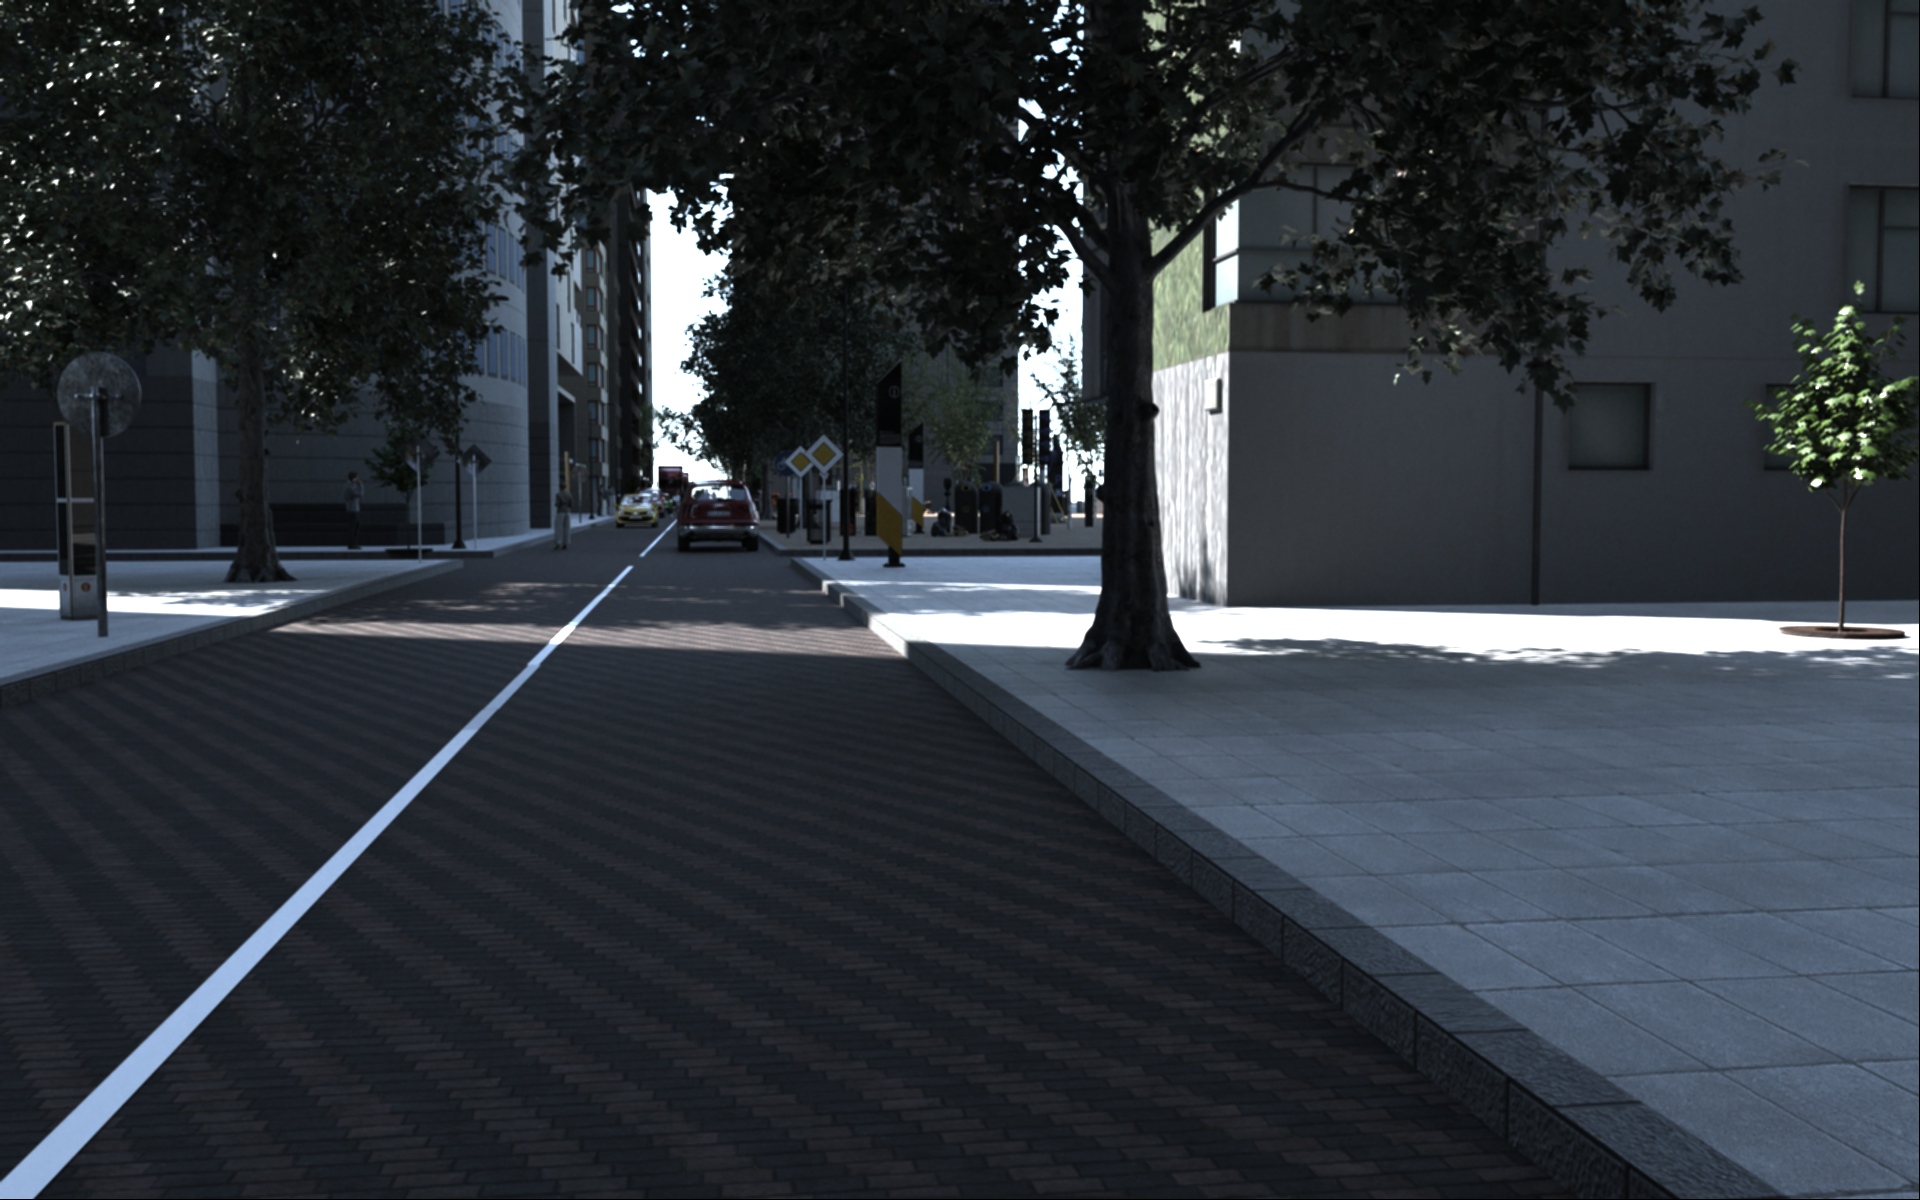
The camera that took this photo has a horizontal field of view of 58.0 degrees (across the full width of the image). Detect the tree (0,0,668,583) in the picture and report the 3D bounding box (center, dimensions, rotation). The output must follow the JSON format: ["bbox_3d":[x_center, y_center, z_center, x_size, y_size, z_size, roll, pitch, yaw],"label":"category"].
[{"bbox_3d":[-10.361,-6.604,24.984,9.611,12.733,9.660,0,3,0],"label":"tree"}]

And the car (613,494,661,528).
[{"bbox_3d":[-13.927,-3.948,74.773,2.015,1.641,3.980,0,4,-8],"label":"car"}]

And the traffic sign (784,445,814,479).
[{"bbox_3d":[-3.778,-2.394,41.338,0.795,2.593,0.064,-1,4,-8],"label":"traffic sign"}]

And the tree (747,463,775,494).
[{"bbox_3d":[-11.713,-6.417,99.527,1.663,3.219,1.824,0,3,0],"label":"tree"}]

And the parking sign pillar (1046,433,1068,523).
[{"bbox_3d":[4.191,-5.377,76.386,1.447,3.967,1.447,-1,4,-11],"label":"parking sign pillar"}]

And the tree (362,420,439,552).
[{"bbox_3d":[-12.507,-2.700,38.754,1.663,3.219,1.824,0,3,0],"label":"tree"}]

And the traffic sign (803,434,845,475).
[{"bbox_3d":[-2.603,-1.911,33.439,0.795,2.593,0.064,-1,4,-8],"label":"traffic sign"}]

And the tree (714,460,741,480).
[{"bbox_3d":[-26.966,-15.522,204.149,4.360,8.622,3.978,0,3,0],"label":"tree"}]

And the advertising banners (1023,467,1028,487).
[{"bbox_3d":[4.988,-7.189,113.733,2.074,3.025,0.090,2,4,25],"label":"advertising banners"}]

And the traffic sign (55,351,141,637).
[{"bbox_3d":[-7.705,-0.941,15.495,0.768,2.556,0.104,0,4,1],"label":"traffic sign"}]

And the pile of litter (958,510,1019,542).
[{"bbox_3d":[1.006,-2.061,47.656,1.176,0.858,1.719,3,4,37],"label":"pile of litter"}]

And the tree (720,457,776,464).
[{"bbox_3d":[-12.793,-10.678,108.990,8.767,10.594,7.601,0,4,2],"label":"tree"}]

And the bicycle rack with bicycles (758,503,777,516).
[{"bbox_3d":[-11.337,-5.517,103.586,2.852,0.926,2.925,2,4,35],"label":"bicycle rack with bicycles"}]

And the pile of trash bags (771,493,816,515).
[{"bbox_3d":[-10.704,-6.375,113.982,1.912,1.369,3.447,1,4,16],"label":"pile of trash bags"}]

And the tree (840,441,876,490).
[{"bbox_3d":[-5.898,-9.965,113.282,4.360,8.622,3.978,0,3,0],"label":"tree"}]

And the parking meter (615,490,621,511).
[{"bbox_3d":[-22.336,-6.413,113.265,0.372,1.533,0.369,0,3,0],"label":"parking meter"}]

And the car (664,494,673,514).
[{"bbox_3d":[-22.133,-7.274,127.717,1.959,1.807,4.718,0,4,-8],"label":"car"}]

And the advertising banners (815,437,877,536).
[{"bbox_3d":[-3.421,-3.489,53.230,2.074,3.025,0.090,0,4,-7],"label":"advertising banners"}]

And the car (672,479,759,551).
[{"bbox_3d":[-6.328,-2.223,45.022,2.281,1.827,5.304,-1,4,-9],"label":"car"}]

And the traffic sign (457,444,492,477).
[{"bbox_3d":[-11.292,-2.327,40.245,0.795,2.593,0.064,-1,4,-8],"label":"traffic sign"}]

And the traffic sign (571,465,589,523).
[{"bbox_3d":[-16.807,-4.678,76.596,0.768,2.556,0.104,0,4,-3],"label":"traffic sign"}]

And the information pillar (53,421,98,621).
[{"bbox_3d":[-9.006,-0.807,17.679,0.304,2.012,0.304,3,5,41],"label":"information pillar"}]

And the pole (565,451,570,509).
[{"bbox_3d":[-18.797,-5.449,82.939,0.158,3.312,0.155,0,3,0],"label":"pole"}]

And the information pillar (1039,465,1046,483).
[{"bbox_3d":[2.821,-4.154,59.270,0.183,3.616,0.504,-1,4,-16],"label":"information pillar"}]

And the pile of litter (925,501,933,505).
[{"bbox_3d":[-2.162,-5.865,109.859,1.176,0.858,1.719,-3,4,-36],"label":"pile of litter"}]

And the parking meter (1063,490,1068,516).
[{"bbox_3d":[6.084,-5.598,99.941,0.372,1.533,0.369,0,3,0],"label":"parking meter"}]

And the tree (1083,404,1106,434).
[{"bbox_3d":[8.718,-8.391,71.609,7.601,10.594,8.767,0,4,-7],"label":"tree"}]

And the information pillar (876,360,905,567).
[{"bbox_3d":[-1.232,-2.386,30.361,0.504,3.616,0.183,-2,4,-30],"label":"information pillar"}]

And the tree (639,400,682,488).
[{"bbox_3d":[-34.128,-16.116,189.251,9.928,11.665,9.643,0,3,0],"label":"tree"}]

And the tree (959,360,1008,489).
[{"bbox_3d":[0.422,-8.084,82.538,4.737,8.622,4.395,0,3,0],"label":"tree"}]

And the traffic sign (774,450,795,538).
[{"bbox_3d":[-5.015,-3.078,50.430,0.768,2.556,0.104,0,4,0],"label":"traffic sign"}]

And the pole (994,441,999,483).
[{"bbox_3d":[1.405,-4.466,66.856,0.158,3.312,0.155,0,3,0],"label":"pole"}]

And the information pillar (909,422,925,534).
[{"bbox_3d":[-1.414,-3.970,56.270,0.504,3.616,0.183,-1,4,-11],"label":"information pillar"}]

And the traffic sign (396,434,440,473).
[{"bbox_3d":[-10.117,-1.844,32.346,0.795,2.593,0.064,-1,4,-8],"label":"traffic sign"}]

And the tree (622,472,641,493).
[{"bbox_3d":[-28.333,-9.506,150.026,1.663,3.219,1.824,0,3,0],"label":"tree"}]

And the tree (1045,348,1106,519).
[{"bbox_3d":[6.936,-8.365,87.129,4.737,8.622,4.395,0,3,0],"label":"tree"}]

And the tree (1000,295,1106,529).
[{"bbox_3d":[4.253,-6.913,63.390,4.360,8.622,3.978,0,3,0],"label":"tree"}]

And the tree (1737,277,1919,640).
[{"bbox_3d":[7.992,-1.280,15.528,1.663,3.219,1.824,0,3,0],"label":"tree"}]

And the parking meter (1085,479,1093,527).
[{"bbox_3d":[5.079,-3.817,68.114,0.255,1.863,0.399,-1,4,-9],"label":"parking meter"}]

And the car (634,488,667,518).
[{"bbox_3d":[-19.129,-5.962,106.150,2.281,1.827,5.304,-1,4,-9],"label":"car"}]

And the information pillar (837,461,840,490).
[{"bbox_3d":[-7.514,-7.079,107.103,0.183,3.616,0.504,0,4,8],"label":"information pillar"}]

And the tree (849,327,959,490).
[{"bbox_3d":[-2.667,-7.641,75.297,4.737,8.622,4.395,0,3,0],"label":"tree"}]

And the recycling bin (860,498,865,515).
[{"bbox_3d":[-5.742,-5.744,106.461,0.722,1.027,0.722,-1,4,-18],"label":"recycling bin"}]

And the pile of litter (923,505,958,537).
[{"bbox_3d":[-0.232,-2.367,52.673,1.176,0.858,1.719,3,5,39],"label":"pile of litter"}]

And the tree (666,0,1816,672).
[{"bbox_3d":[1.168,-5.846,12.597,9.611,12.733,9.660,0,3,0],"label":"tree"}]

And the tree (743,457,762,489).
[{"bbox_3d":[-13.732,-10.240,117.790,4.737,8.622,4.395,0,3,0],"label":"tree"}]

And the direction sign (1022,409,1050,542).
[{"bbox_3d":[2.026,-3.317,46.229,0.876,3.537,0.379,-2,4,-29],"label":"direction sign"}]

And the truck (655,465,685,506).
[{"bbox_3d":[-28.743,-11.203,172.090,2.839,4.237,11.283,-1,4,-9],"label":"truck"}]
